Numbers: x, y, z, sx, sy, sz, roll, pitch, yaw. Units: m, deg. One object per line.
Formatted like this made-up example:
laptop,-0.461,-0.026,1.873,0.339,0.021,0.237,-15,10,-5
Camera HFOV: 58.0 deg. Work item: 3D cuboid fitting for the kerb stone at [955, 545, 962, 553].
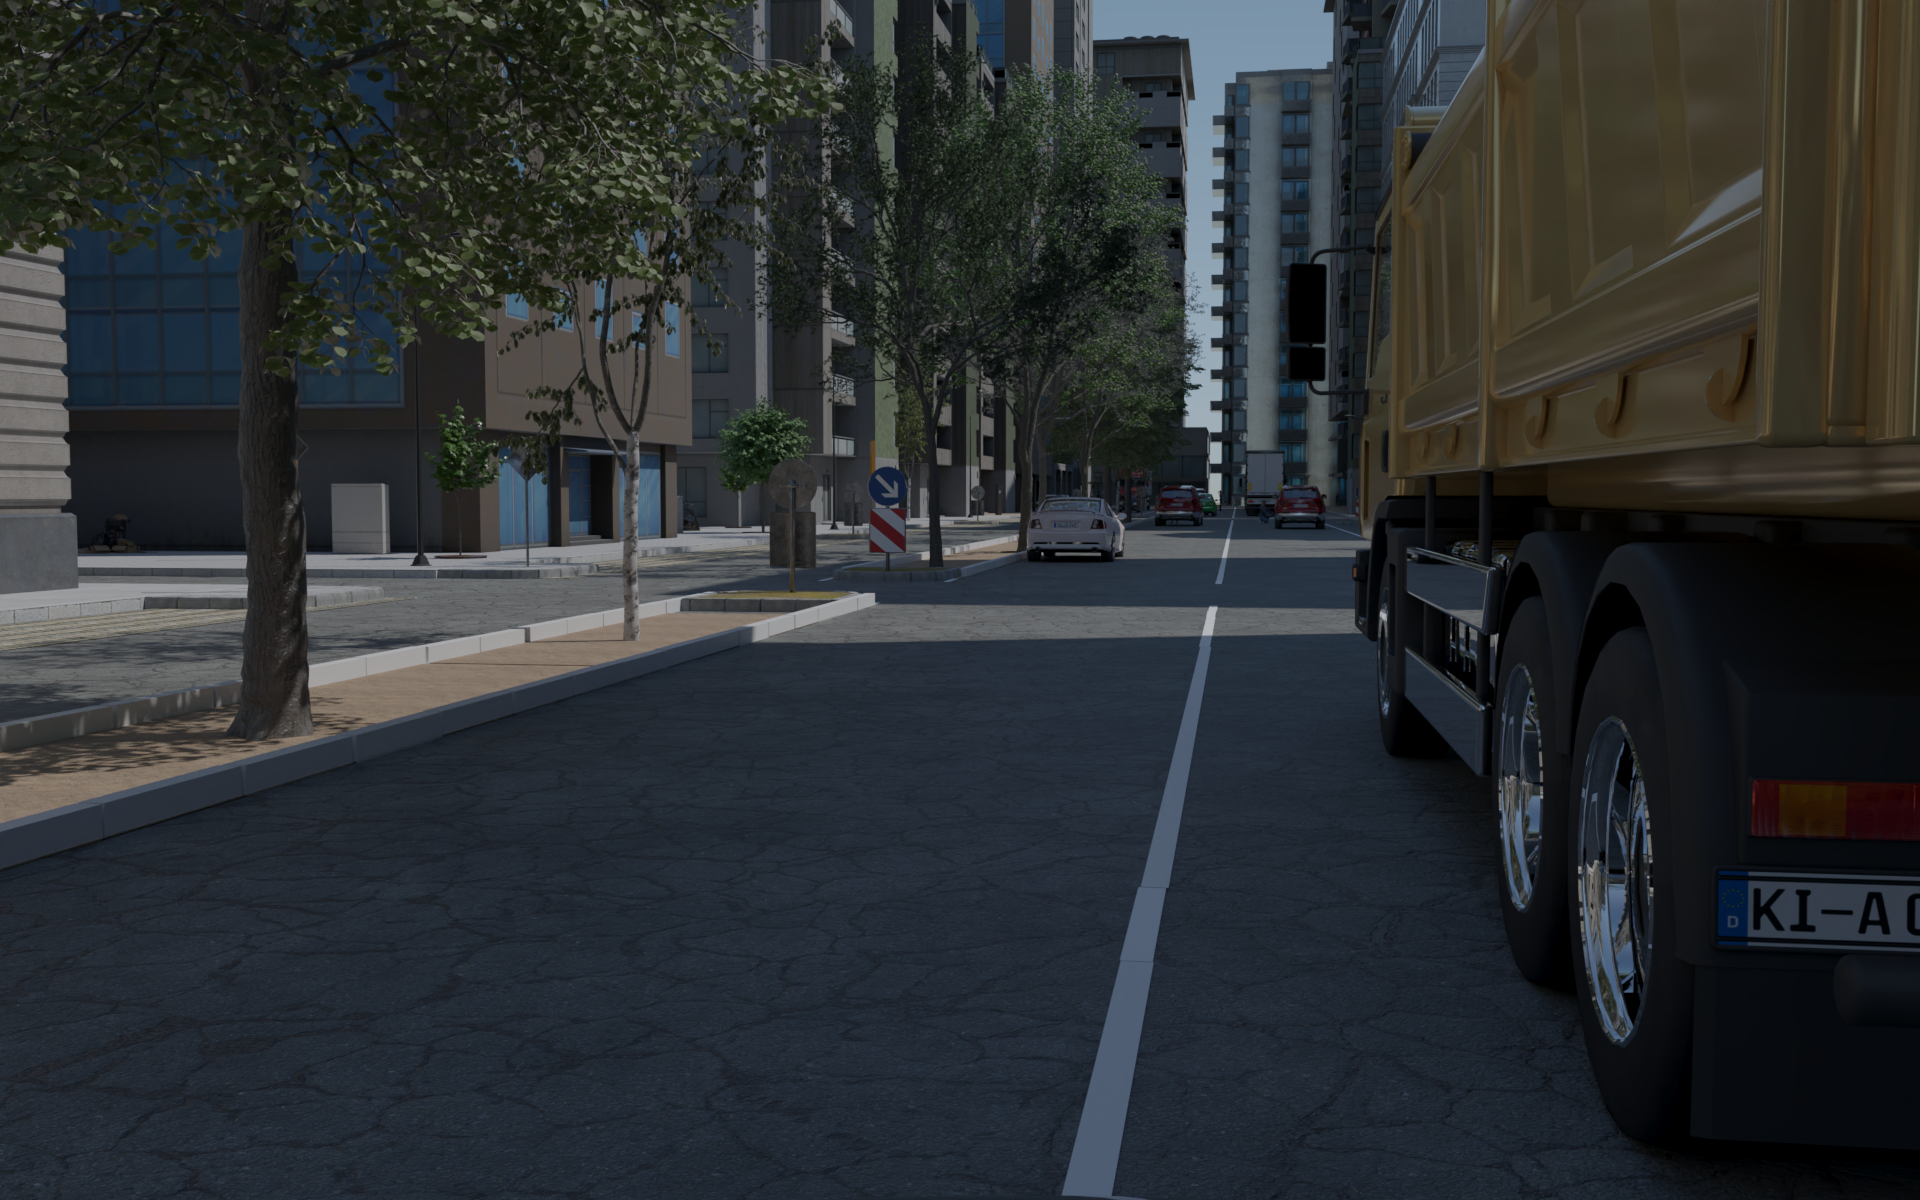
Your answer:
kerb stone,-0.146,-1.207,41.936,0.120,0.150,1.000,1,4,9

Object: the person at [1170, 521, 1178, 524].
person,10.446,-4.623,84.294,0.606,1.804,0.583,-2,4,-29

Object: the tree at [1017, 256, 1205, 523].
tree,6.139,-9.315,72.882,7.486,12.596,7.792,0,3,0

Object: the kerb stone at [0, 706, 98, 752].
kerb stone,-5.280,0.748,10.033,0.120,0.150,1.000,1,4,9

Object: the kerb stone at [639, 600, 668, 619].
kerb stone,-3.648,0.125,20.164,0.120,0.150,1.000,1,4,9

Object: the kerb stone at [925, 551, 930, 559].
kerb stone,-0.800,-0.960,37.894,0.120,0.150,1.000,1,4,9

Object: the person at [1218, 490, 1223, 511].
person,21.947,-8.324,145.315,0.721,1.743,1.217,1,4,15

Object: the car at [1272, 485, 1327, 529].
car,14.178,-3.895,72.355,2.281,1.827,5.304,1,4,10

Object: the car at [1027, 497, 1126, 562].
car,2.585,-1.578,38.162,2.083,1.381,4.827,1,4,10

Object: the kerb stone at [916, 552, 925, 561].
kerb stone,-0.956,-0.898,36.884,0.120,0.150,1.000,1,4,9

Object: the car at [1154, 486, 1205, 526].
car,9.999,-4.294,78.881,2.281,1.827,5.304,1,4,10

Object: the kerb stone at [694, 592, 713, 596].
kerb stone,-3.322,0.000,22.192,0.120,0.150,1.000,1,4,9

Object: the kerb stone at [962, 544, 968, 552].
kerb stone,0.011,-1.269,42.946,0.120,0.150,1.000,1,4,9

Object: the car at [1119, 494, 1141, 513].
car,13.170,-7.654,134.934,2.009,1.686,4.222,0,4,8

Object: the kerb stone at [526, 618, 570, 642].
kerb stone,-4.137,0.310,17.133,0.120,0.150,1.000,1,4,9

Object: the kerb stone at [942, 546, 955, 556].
kerb stone,-0.312,-1.145,40.927,0.120,0.150,1.000,1,4,9

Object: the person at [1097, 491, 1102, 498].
person,12.409,-8.851,153.927,0.721,1.735,1.217,-1,4,-18

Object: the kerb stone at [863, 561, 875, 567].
kerb stone,-1.775,-0.589,31.819,0.120,0.150,1.000,1,4,9

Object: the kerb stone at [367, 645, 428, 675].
kerb stone,-4.631,0.497,14.077,0.120,0.150,1.000,1,4,9

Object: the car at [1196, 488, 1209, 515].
car,15.916,-6.676,117.825,2.281,1.827,5.304,1,4,8

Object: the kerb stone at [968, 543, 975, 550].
kerb stone,0.182,-1.329,43.957,0.120,0.150,1.000,1,4,9

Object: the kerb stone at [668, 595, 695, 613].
kerb stone,-3.481,0.065,21.179,0.120,0.150,1.000,1,4,9

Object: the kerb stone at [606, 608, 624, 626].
kerb stone,-3.816,0.190,19.152,0.120,0.150,1.000,1,4,9

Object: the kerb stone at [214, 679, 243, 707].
kerb stone,-4.945,0.624,12.057,0.120,0.150,1.000,1,4,9

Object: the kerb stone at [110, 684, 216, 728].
kerb stone,-5.109,0.682,11.048,0.120,0.150,1.000,1,4,9

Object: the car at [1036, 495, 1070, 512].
car,4.981,-4.750,89.662,2.014,1.417,4.499,1,4,9

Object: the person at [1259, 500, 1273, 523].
person,14.974,-4.311,84.491,0.738,1.151,1.012,3,4,38

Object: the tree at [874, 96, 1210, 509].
tree,2.555,-8.584,53.174,12.009,13.543,11.850,0,3,0

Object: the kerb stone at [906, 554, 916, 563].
kerb stone,-1.118,-0.836,35.871,0.120,0.150,1.000,1,4,9

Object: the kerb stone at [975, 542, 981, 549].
kerb stone,0.338,-1.393,44.967,0.120,0.150,1.000,1,4,9

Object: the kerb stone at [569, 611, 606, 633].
kerb stone,-3.979,0.248,18.143,0.120,0.150,1.000,1,4,9

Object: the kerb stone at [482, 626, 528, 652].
kerb stone,-4.300,0.380,16.114,0.120,0.150,1.000,1,4,9

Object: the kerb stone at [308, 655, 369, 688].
kerb stone,-4.786,0.559,13.067,0.120,0.150,1.000,1,4,9

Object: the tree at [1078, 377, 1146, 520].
tree,7.321,-7.787,80.136,4.360,8.622,3.978,0,3,0

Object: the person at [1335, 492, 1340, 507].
person,39.140,-10.416,179.715,0.530,1.710,0.541,-1,4,-8

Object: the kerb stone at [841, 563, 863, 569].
kerb stone,-1.937,-0.527,30.808,0.120,0.150,1.000,1,4,9

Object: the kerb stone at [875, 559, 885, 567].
kerb stone,-1.621,-0.649,32.830,0.120,0.150,1.000,1,4,9

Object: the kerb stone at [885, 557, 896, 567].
kerb stone,-1.450,-0.713,33.849,0.120,0.150,1.000,1,4,9

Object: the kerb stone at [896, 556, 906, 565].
kerb stone,-1.283,-0.774,34.858,0.120,0.150,1.000,1,4,9

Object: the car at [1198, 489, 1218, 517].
car,15.573,-6.268,111.283,1.959,1.807,4.718,1,4,11

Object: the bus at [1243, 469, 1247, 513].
bus,22.803,-8.510,130.680,2.896,3.916,12.252,1,4,10

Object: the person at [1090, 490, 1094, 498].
person,10.392,-7.725,135.541,0.721,1.736,1.217,0,4,-6

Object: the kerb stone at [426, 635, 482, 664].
kerb stone,-4.458,0.438,15.096,0.120,0.150,1.000,1,4,9
